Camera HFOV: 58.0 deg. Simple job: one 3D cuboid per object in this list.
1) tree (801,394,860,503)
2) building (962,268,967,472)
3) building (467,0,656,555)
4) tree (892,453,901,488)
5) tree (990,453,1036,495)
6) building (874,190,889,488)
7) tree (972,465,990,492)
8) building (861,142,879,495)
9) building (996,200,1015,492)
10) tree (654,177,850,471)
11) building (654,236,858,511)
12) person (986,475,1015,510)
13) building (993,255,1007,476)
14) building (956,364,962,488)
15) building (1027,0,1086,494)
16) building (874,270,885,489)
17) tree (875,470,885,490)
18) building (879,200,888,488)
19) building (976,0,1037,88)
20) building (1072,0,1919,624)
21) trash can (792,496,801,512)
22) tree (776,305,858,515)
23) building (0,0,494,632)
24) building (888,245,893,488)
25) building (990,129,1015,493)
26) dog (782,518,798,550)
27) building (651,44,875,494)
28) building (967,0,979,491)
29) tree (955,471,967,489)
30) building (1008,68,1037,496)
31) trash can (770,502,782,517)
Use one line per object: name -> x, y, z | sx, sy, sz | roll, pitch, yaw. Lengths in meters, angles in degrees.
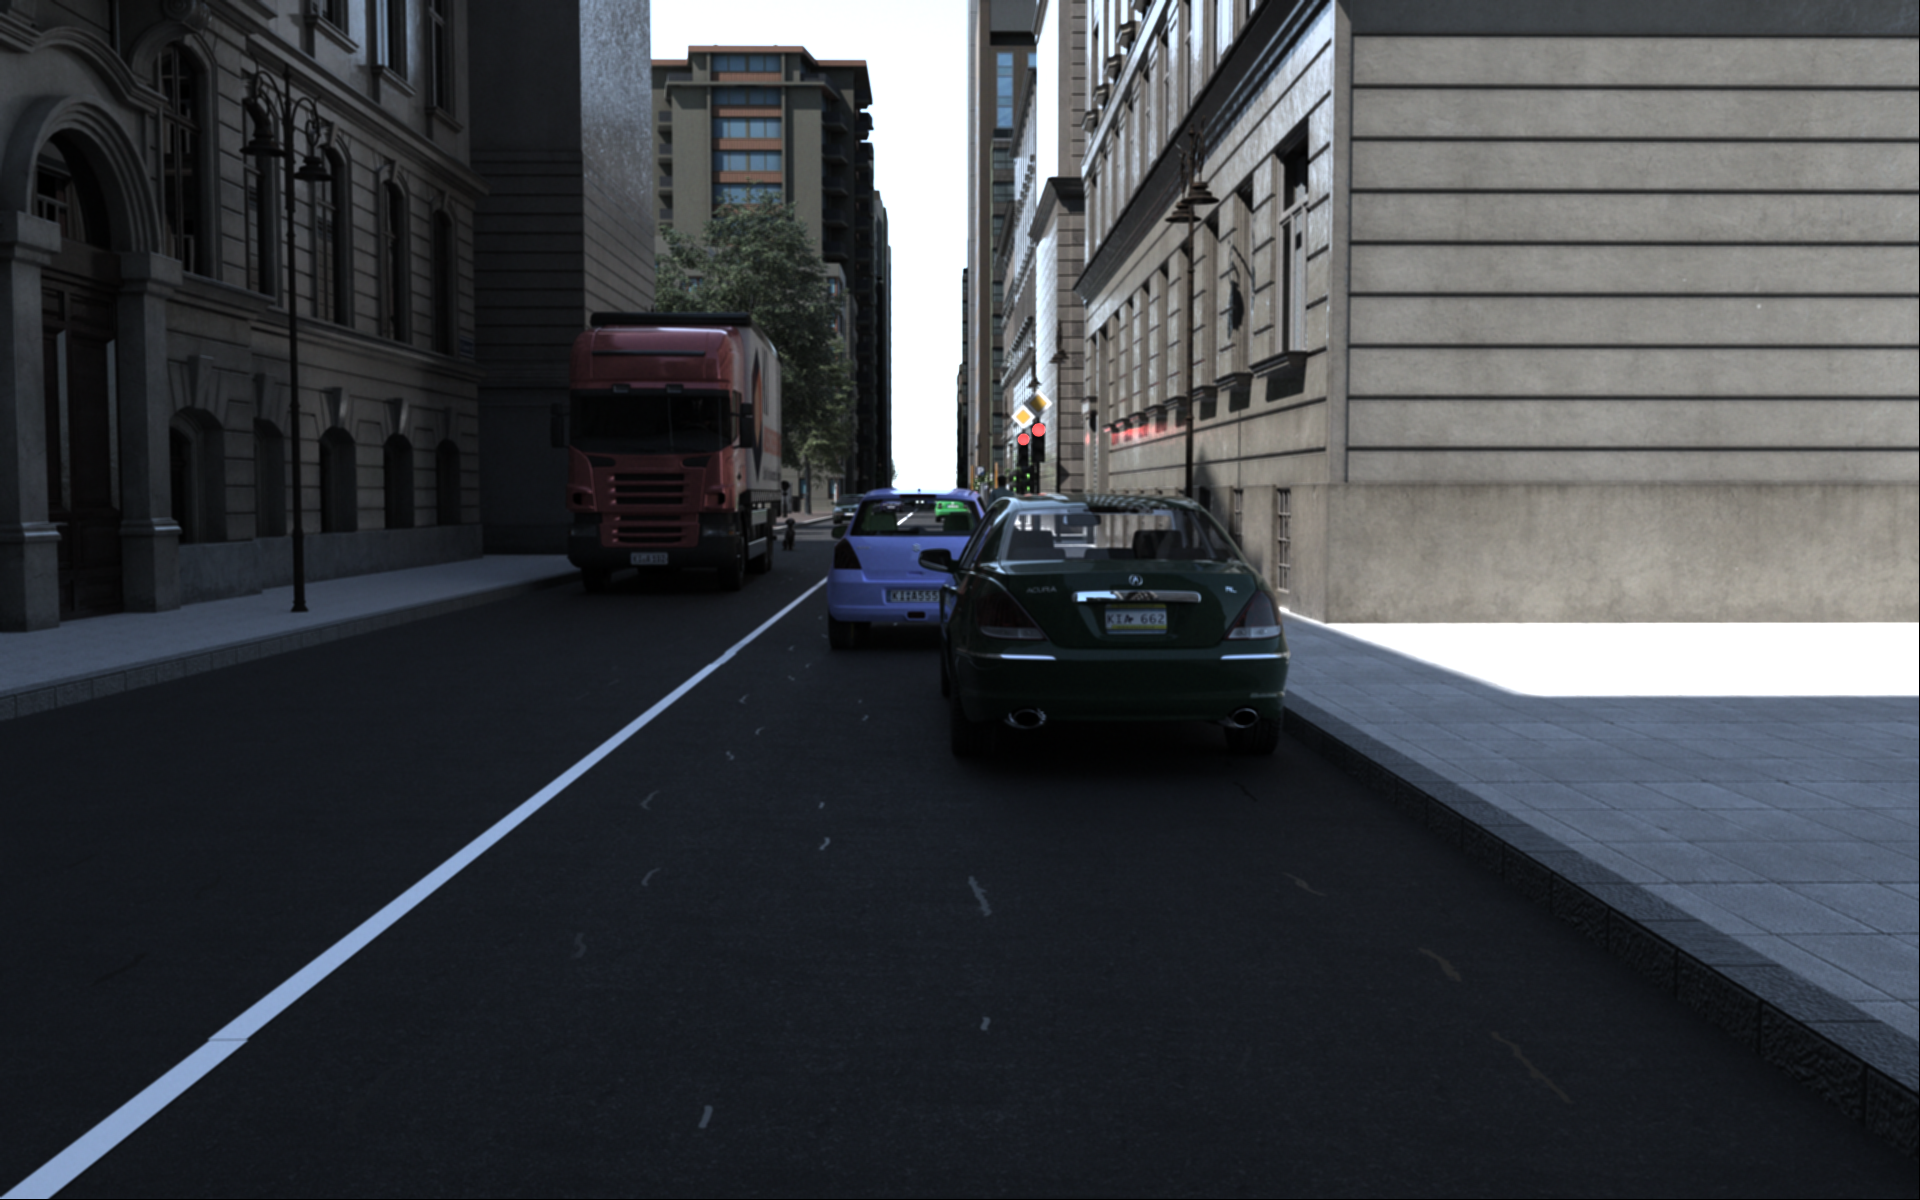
tree -> -8.660, -10.325, 119.182 | 4.360, 8.622, 3.978 | 0, 3, 0
building -> 7.200, -27.518, 221.619 | 14.160, 30.474, 14.107 | 0, 4, -1
building -> -16.785, -11.705, 40.529 | 18.267, 20.994, 9.793 | 0, 4, -1
tree -> -11.601, -20.720, 289.140 | 4.737, 8.622, 4.395 | 0, 3, 0
tree -> 2.417, -4.544, 68.894 | 1.663, 3.219, 1.824 | 0, 3, 0
building -> -17.826, -37.431, 262.103 | 14.600, 45.320, 14.200 | 0, 4, -1
tree -> 1.527, -7.385, 115.342 | 1.663, 3.219, 1.824 | 0, 3, 0
building -> -16.859, -31.299, 195.335 | 14.154, 41.232, 14.086 | 0, 4, -1
building -> 7.621, -14.310, 98.588 | 10.561, 19.102, 19.286 | 0, 4, -1
tree -> -9.111, -10.085, 71.542 | 9.857, 13.997, 8.962 | 0, 3, 0
building -> -23.001, -18.292, 144.107 | 27.650, 21.520, 28.899 | 0, 4, -1
person -> 0.853, -1.670, 35.821 | 0.660, 1.820, 0.620 | -1, 4, -22
building -> 8.413, -17.279, 118.675 | 11.583, 22.565, 21.152 | 0, 4, -1
building -> 13.472, -24.403, 244.021 | 27.650, 21.520, 28.899 | 0, 4, -1
building -> 15.043, -16.062, 59.877 | 25.104, 27.353, 12.463 | 0, 4, -1
building -> -16.816, -27.401, 219.701 | 14.160, 30.474, 14.107 | 0, 4, -1
tree -> -10.578, -13.645, 206.816 | 4.285, 4.588, 4.351 | 0, 3, 0
building -> -17.473, -33.660, 233.940 | 14.154, 41.232, 14.086 | 0, 4, -1
building -> 8.438, -30.824, 154.088 | 14.600, 45.320, 14.200 | 0, 4, -1
building -> 10.675, -12.075, 30.714 | 16.112, 22.955, 30.059 | 0, 4, -1
trash can -> -11.559, -6.770, 122.346 | 0.748, 1.137, 0.748 | 0, 3, 0
tree -> -9.471, -11.376, 104.121 | 7.486, 12.596, 7.792 | 0, 3, 0
building -> -14.455, -12.096, 16.862 | 14.460, 24.649, 34.723 | 0, 4, -1
building -> -18.041, -36.277, 276.717 | 14.154, 41.232, 14.086 | 0, 4, -1
building -> 9.415, -22.533, 140.108 | 14.160, 30.474, 14.107 | 0, 4, -1
dog -> -4.302, -1.688, 44.435 | 0.513, 0.831, 0.800 | 2, 4, 24
building -> -19.815, -31.665, 172.349 | 22.147, 44.769, 28.867 | 0, 4, -1
building -> 11.195, -38.788, 176.190 | 21.231, 58.520, 28.212 | 0, 4, -1
tree -> 0.947, -14.005, 212.687 | 4.285, 4.588, 4.351 | 0, 3, 0
building -> 7.484, -14.106, 79.786 | 9.793, 20.994, 18.267 | 0, 4, -1
trash can -> -10.213, -5.164, 96.082 | 0.748, 1.137, 0.748 | 0, 3, 0
